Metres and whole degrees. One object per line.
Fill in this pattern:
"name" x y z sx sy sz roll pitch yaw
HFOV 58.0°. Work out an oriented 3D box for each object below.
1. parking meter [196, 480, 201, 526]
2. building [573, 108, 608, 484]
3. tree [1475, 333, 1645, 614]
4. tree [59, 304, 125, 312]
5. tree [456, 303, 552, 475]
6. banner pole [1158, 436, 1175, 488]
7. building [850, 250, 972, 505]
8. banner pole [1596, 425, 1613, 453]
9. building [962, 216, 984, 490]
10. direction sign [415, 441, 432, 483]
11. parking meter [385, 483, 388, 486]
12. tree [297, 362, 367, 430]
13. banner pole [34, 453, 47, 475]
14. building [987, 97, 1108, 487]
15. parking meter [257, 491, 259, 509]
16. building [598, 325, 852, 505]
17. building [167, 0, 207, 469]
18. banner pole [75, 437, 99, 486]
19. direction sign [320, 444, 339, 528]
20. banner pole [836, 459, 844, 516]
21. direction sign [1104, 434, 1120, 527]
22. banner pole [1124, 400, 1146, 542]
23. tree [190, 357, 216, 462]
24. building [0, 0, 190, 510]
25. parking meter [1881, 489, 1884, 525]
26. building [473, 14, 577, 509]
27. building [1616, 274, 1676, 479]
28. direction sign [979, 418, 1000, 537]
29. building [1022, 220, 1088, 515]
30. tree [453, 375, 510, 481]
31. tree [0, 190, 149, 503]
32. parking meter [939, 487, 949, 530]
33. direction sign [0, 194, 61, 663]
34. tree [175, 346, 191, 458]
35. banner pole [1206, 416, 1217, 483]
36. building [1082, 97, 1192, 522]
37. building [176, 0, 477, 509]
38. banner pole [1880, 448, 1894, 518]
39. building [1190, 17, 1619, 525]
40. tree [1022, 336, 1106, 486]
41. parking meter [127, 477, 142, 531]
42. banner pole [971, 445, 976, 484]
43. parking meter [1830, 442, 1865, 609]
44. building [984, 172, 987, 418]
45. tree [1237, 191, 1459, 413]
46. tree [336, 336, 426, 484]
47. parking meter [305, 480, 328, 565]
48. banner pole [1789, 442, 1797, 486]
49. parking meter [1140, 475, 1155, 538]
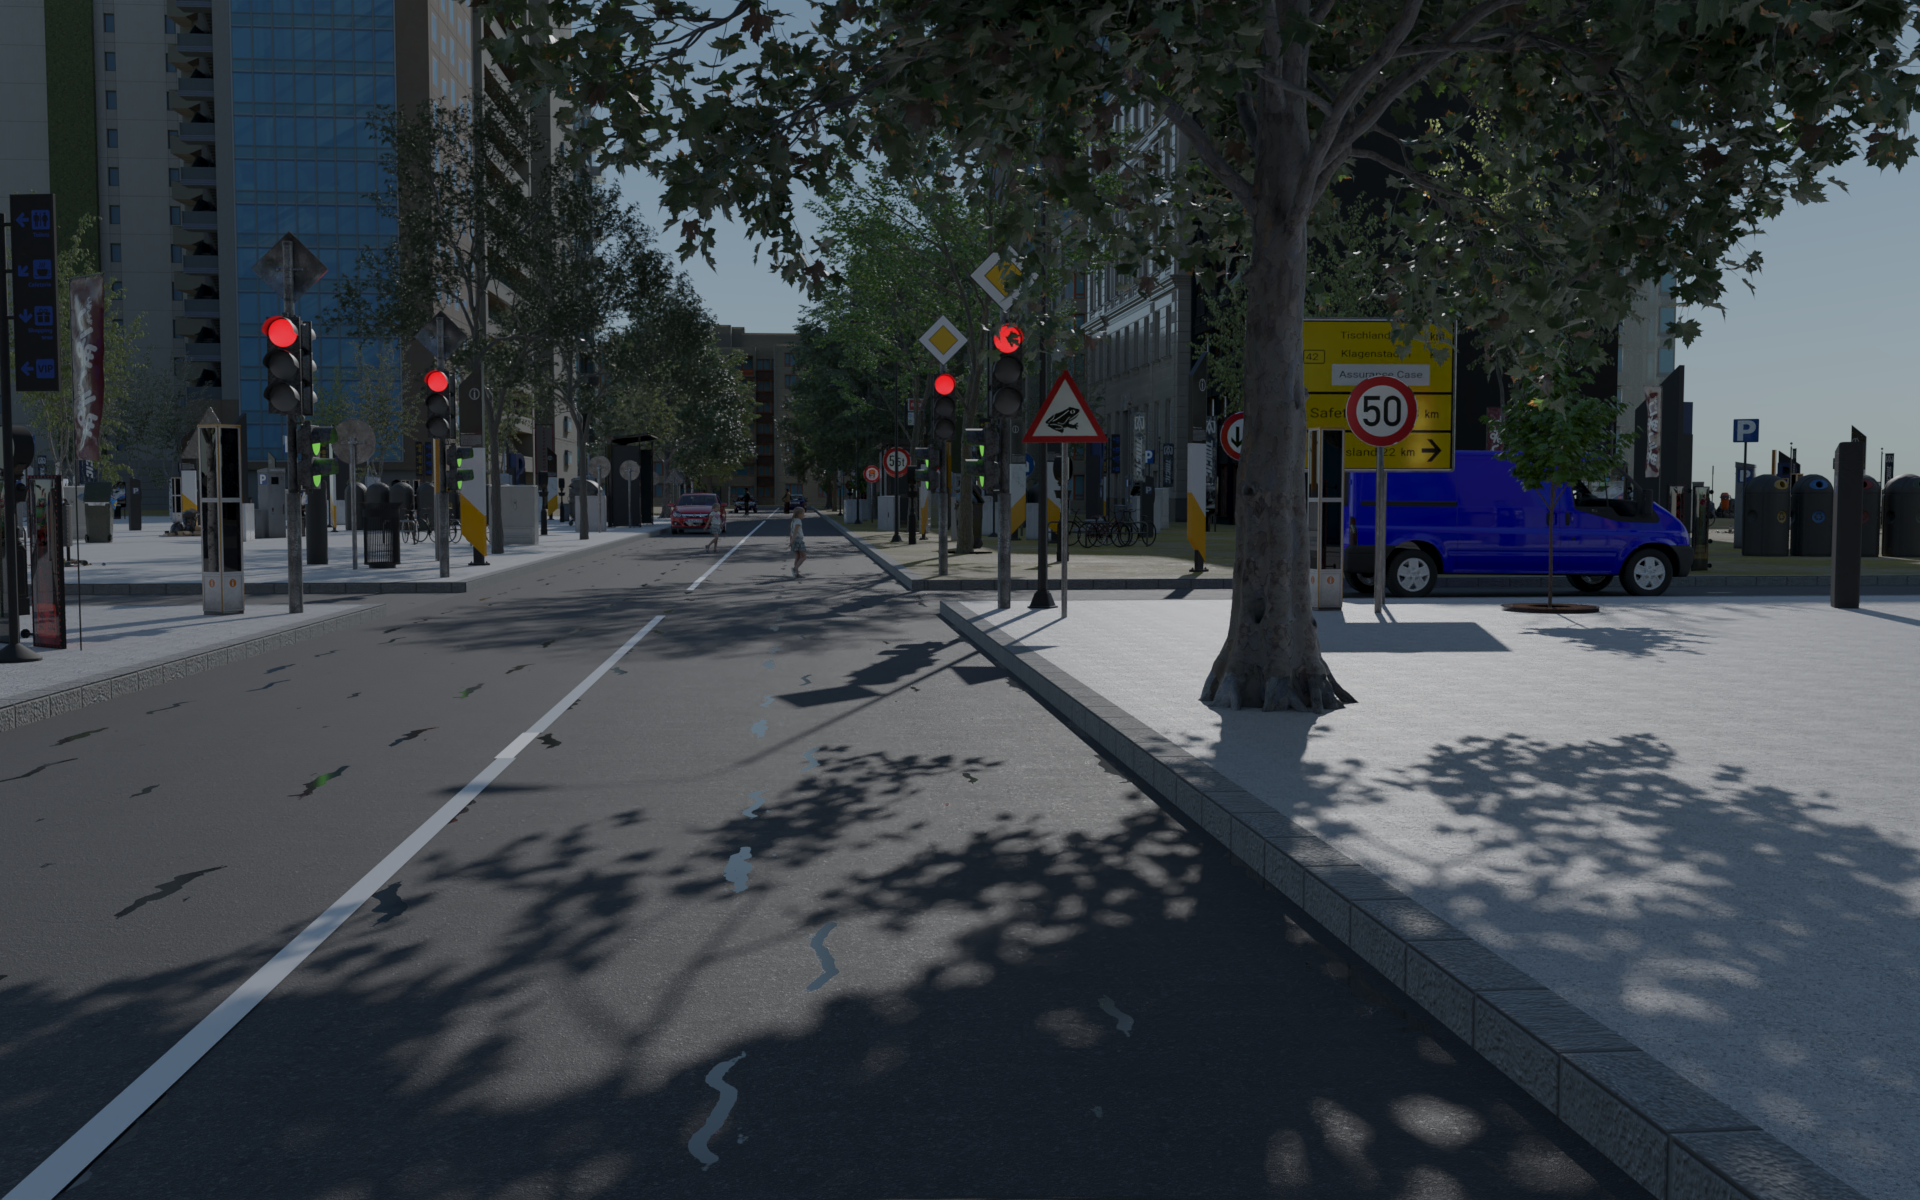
"parking meter" -31.050 -3.966 70.549 0.399 1.863 0.255 1 4 13
"building" -57.448 -35.884 206.309 30.456 49.044 23.786 0 4 -5
"tree" 6.473 -1.483 18.855 1.663 3.219 1.824 0 3 0
"tree" -32.544 -6.983 64.530 4.360 8.622 3.978 0 3 0
"tree" -17.716 -7.090 66.288 4.360 8.622 3.978 0 3 0
"banner pole" 8.857 -5.200 75.034 0.863 3.779 0.401 0 4 3
"building" -6.057 -26.631 207.118 14.107 30.474 14.160 0 4 -5
"banner pole" 21.461 -4.143 57.753 0.863 3.779 0.401 1 4 17
"building" 12.021 -32.171 217.872 23.993 40.220 32.217 0 4 -5
"direction sign" -23.144 -5.063 74.780 0.379 3.537 0.876 2 4 30
"parking meter" -30.881 -5.332 92.881 0.399 1.863 0.255 1 4 10
"tree" -35.169 -8.941 96.542 4.737 8.622 4.395 0 3 0
"banner pole" -52.200 -6.618 98.225 0.863 3.779 0.401 -1 4 -17
"building" 9.913 -30.215 144.124 14.600 45.320 14.200 0 4 -5
"parking meter" -34.550 -4.725 85.664 0.372 1.533 0.369 0 3 0
"building" -28.139 -22.469 212.411 28.899 21.520 27.650 0 4 -5
"building" -43.200 -30.612 124.200 21.300 48.544 21.600 0 4 -5
"banner pole" -28.390 -4.069 56.538 0.863 3.779 0.401 0 4 3
"direction sign" -24.118 -4.538 66.188 0.379 3.537 0.876 2 4 32
"banner pole" -6.862 -6.718 99.862 0.401 3.779 0.863 3 4 38
"direction sign" 5.628 -4.492 65.444 0.876 3.537 0.379 -1 4 -16
"banner pole" 4.673 -3.437 46.204 0.401 3.779 0.863 -3 4 -37
"tree" -39.479 -8.343 86.763 4.360 8.622 3.978 0 3 0
"building" -70.932 -37.019 147.256 28.212 58.520 21.231 0 4 -5
"parking meter" 38.936 -3.939 72.808 0.372 1.533 0.369 0 3 0
"building" -45.383 -32.179 149.825 21.600 48.544 21.300 0 4 -5
"building" 48.018 -32.881 157.218 30.456 49.044 23.786 0 4 -5
"direction sign" 1.015 -3.656 51.766 0.876 3.537 0.379 0 4 0
"building" 19.291 -17.029 123.456 27.650 21.520 28.899 0 4 -5
"tree" -27.230 -9.050 98.337 4.737 8.622 4.395 0 3 0
"tree" -21.924 -5.610 42.080 4.737 8.622 4.395 0 3 0
"parking meter" -0.565 -3.259 61.692 0.372 1.533 0.369 0 3 0
"direction sign" -7.262 -1.297 13.200 0.876 3.537 0.379 0 4 6
"tree" -37.969 -7.899 79.505 4.360 8.622 3.978 0 3 0
"banner pole" 6.881 -3.599 48.861 0.863 3.779 0.401 2 4 34
"building" 14.250 -17.936 90.520 12.463 27.353 25.104 0 4 -5
"building" -38.145 -27.908 106.411 14.600 45.320 14.200 0 4 -5
"banner pole" 49.818 -6.312 93.218 0.401 3.779 0.863 -3 5 -41
"building" 17.242 -14.723 70.403 12.332 23.373 15.834 0 4 -5
"tree" 4.546 -7.798 77.862 4.360 8.622 3.978 0 3 0
"parking meter" -28.959 -3.369 60.795 0.255 1.863 0.399 3 5 42
"banner pole" 0.516 -4.892 70.000 0.401 3.779 0.863 -1 4 -19
"parking meter" 10.008 -0.846 19.538 0.255 1.863 0.399 1 4 19
"building" 8.964 -29.042 158.424 14.154 41.232 14.086 0 4 -5
"tree" 9.731 -5.618 42.218 4.737 8.622 4.395 0 3 0
"tree" -26.633 -7.892 79.390 4.360 8.622 3.978 0 3 0
"parking meter" -11.725 -1.416 31.561 0.372 1.533 0.369 0 3 0
"banner pole" 40.053 -5.708 83.344 0.401 3.779 0.863 0 4 3
"parking meter" 5.523 -2.773 51.042 0.399 1.863 0.255 -1 4 -13
